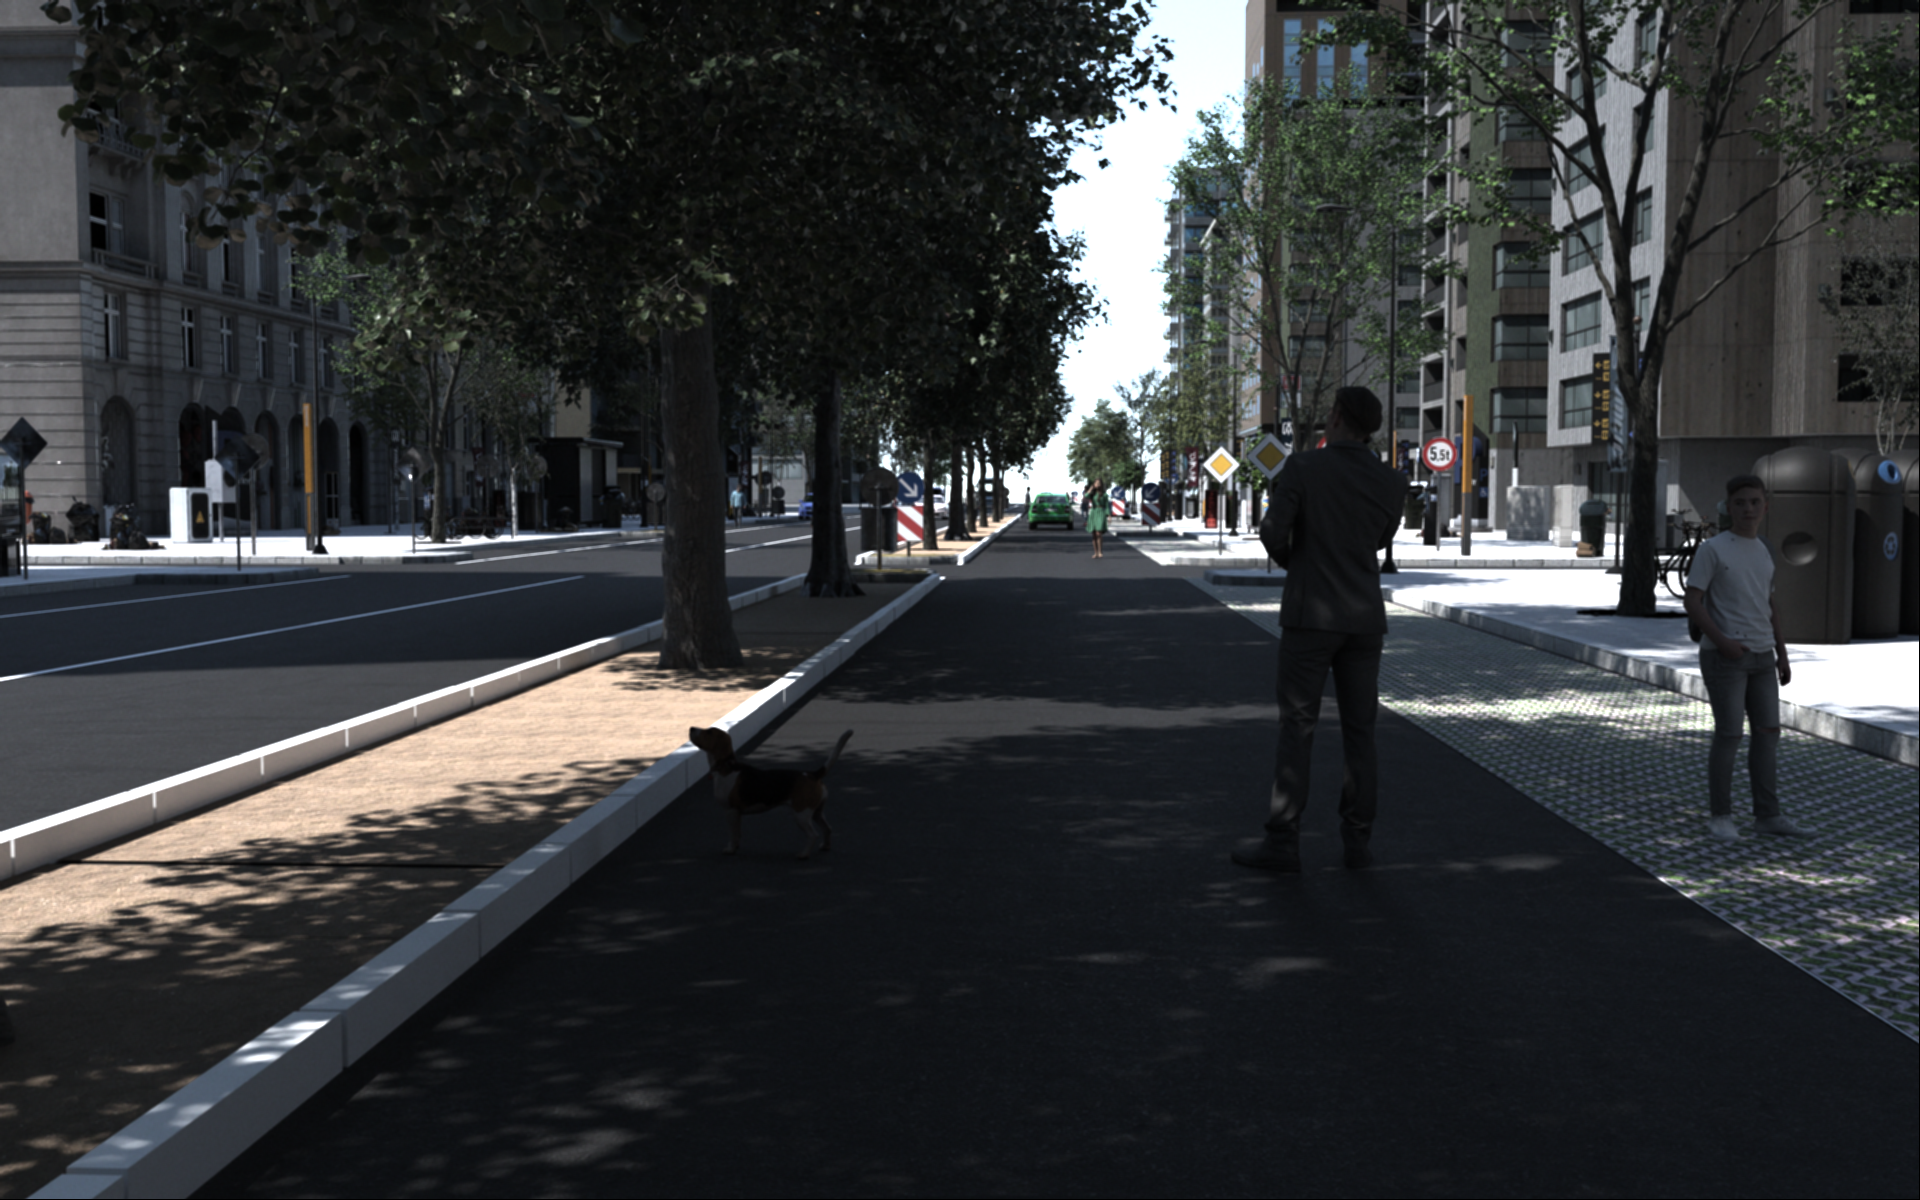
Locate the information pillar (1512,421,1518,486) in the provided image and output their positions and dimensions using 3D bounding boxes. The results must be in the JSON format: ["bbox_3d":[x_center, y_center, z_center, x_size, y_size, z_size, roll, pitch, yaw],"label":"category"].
[{"bbox_3d":[17.694,-3.906,55.217,0.183,3.616,0.504,1,4,9],"label":"information pillar"}]

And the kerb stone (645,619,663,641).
[{"bbox_3d":[-3.029,0.305,17.202,0.120,0.150,1.000,0,4,3],"label":"kerb stone"}]

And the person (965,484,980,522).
[{"bbox_3d":[0.513,-3.892,71.980,0.661,1.843,0.795,-1,4,-8],"label":"person"}]

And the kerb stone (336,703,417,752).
[{"bbox_3d":[-3.404,0.747,10.039,0.120,0.150,1.000,0,4,3],"label":"kerb stone"}]

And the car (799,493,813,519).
[{"bbox_3d":[-8.211,-5.480,99.187,1.945,1.707,3.694,0,4,3],"label":"car"}]

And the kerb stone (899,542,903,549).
[{"bbox_3d":[-1.633,-1.355,44.353,0.120,0.150,1.000,0,4,3],"label":"kerb stone"}]

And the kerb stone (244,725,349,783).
[{"bbox_3d":[-3.454,0.807,9.006,0.120,0.150,1.000,0,4,3],"label":"kerb stone"}]

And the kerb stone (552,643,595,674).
[{"bbox_3d":[-3.189,0.493,14.134,0.120,0.150,1.000,0,4,3],"label":"kerb stone"}]

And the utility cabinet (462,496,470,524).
[{"bbox_3d":[-20.992,-3.816,73.549,0.306,1.237,1.020,-1,4,-14],"label":"utility cabinet"}]

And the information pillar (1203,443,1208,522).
[{"bbox_3d":[11.134,-5.330,78.503,0.183,3.616,0.504,-1,4,-9],"label":"information pillar"}]

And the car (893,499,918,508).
[{"bbox_3d":[-3.774,-7.042,124.173,2.155,1.783,4.494,0,4,2],"label":"car"}]

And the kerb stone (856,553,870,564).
[{"bbox_3d":[-2.055,-0.855,36.182,0.120,0.150,1.000,0,4,3],"label":"kerb stone"}]

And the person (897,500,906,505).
[{"bbox_3d":[-2.966,-4.859,88.212,0.793,1.790,0.793,1,4,23],"label":"person"}]

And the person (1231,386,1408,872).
[{"bbox_3d":[1.389,0.096,6.730,0.655,1.846,0.447,-1,4,-14],"label":"person"}]

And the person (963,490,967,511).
[{"bbox_3d":[0.569,-8.433,146.406,0.705,1.821,1.348,1,4,17],"label":"person"}]

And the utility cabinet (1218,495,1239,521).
[{"bbox_3d":[13.010,-4.454,83.983,1.020,1.237,0.306,1,4,22],"label":"utility cabinet"}]

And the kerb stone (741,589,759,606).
[{"bbox_3d":[-2.771,-0.006,22.336,0.120,0.150,1.000,0,4,3],"label":"kerb stone"}]

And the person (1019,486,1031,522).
[{"bbox_3d":[3.428,-5.003,90.150,0.795,1.843,0.661,0,4,7],"label":"person"}]

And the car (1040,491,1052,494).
[{"bbox_3d":[11.569,-13.717,232.939,2.281,1.827,5.304,0,4,4],"label":"car"}]

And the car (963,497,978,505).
[{"bbox_3d":[1.447,-13.165,225.037,2.009,1.686,4.222,0,4,4],"label":"car"}]

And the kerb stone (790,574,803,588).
[{"bbox_3d":[-2.560,-0.259,26.429,0.120,0.150,1.000,0,4,3],"label":"kerb stone"}]

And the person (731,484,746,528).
[{"bbox_3d":[-9.319,-3.953,72.993,0.638,1.841,0.748,0,4,2],"label":"person"}]

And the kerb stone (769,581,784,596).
[{"bbox_3d":[-2.654,-0.134,24.383,0.120,0.150,1.000,0,4,3],"label":"kerb stone"}]

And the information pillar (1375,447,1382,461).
[{"bbox_3d":[20.638,-5.761,85.547,0.183,3.616,0.504,-1,4,-17],"label":"information pillar"}]

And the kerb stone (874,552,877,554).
[{"bbox_3d":[-1.951,-0.980,38.225,0.120,0.150,1.000,0,4,3],"label":"kerb stone"}]

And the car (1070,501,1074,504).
[{"bbox_3d":[5.285,-5.238,95.428,2.009,1.686,4.222,0,4,4],"label":"car"}]

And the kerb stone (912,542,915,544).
[{"bbox_3d":[-1.423,-1.593,48.438,0.120,0.150,1.000,0,4,3],"label":"kerb stone"}]

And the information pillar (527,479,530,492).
[{"bbox_3d":[-21.114,-4.939,85.236,0.304,2.012,0.304,-2,4,-35],"label":"information pillar"}]

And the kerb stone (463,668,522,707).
[{"bbox_3d":[-3.287,0.620,12.081,0.120,0.150,1.000,0,4,3],"label":"kerb stone"}]

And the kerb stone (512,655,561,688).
[{"bbox_3d":[-3.240,0.556,13.104,0.120,0.150,1.000,0,4,3],"label":"kerb stone"}]

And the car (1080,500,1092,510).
[{"bbox_3d":[10.847,-7.962,142.759,1.945,1.354,3.894,0,4,3],"label":"car"}]

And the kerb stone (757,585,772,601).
[{"bbox_3d":[-2.708,-0.070,23.356,0.120,0.150,1.000,0,4,3],"label":"kerb stone"}]

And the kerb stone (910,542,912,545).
[{"bbox_3d":[-1.470,-1.541,47.417,0.120,0.150,1.000,0,4,3],"label":"kerb stone"}]

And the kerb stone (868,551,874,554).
[{"bbox_3d":[-2.002,-0.918,37.205,0.120,0.150,1.000,0,4,3],"label":"kerb stone"}]

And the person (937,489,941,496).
[{"bbox_3d":[-1.711,-8.113,141.225,0.705,1.814,1.350,0,4,-7],"label":"person"}]

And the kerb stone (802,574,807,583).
[{"bbox_3d":[-2.498,-0.319,27.449,0.120,0.150,1.000,0,4,3],"label":"kerb stone"}]

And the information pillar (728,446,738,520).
[{"bbox_3d":[-11.161,-5.741,85.212,0.504,3.616,0.183,0,4,5],"label":"information pillar"}]

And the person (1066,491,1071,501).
[{"bbox_3d":[10.363,-9.604,166.083,0.434,1.755,0.990,3,4,37],"label":"person"}]

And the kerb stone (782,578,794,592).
[{"bbox_3d":[-2.605,-0.192,25.406,0.120,0.150,1.000,0,4,3],"label":"kerb stone"}]

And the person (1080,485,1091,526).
[{"bbox_3d":[5.638,-4.246,77.935,0.555,1.821,0.388,3,5,42],"label":"person"}]

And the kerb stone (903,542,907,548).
[{"bbox_3d":[-1.521,-1.480,46.396,0.120,0.150,1.000,0,4,3],"label":"kerb stone"}]

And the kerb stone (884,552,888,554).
[{"bbox_3d":[-1.839,-1.103,40.267,0.120,0.150,1.000,0,4,3],"label":"kerb stone"}]

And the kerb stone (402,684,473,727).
[{"bbox_3d":[-3.350,0.681,11.061,0.120,0.150,1.000,0,4,3],"label":"kerb stone"}]

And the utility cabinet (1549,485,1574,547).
[{"bbox_3d":[14.530,-2.025,41.786,0.318,1.500,1.173,1,4,11],"label":"utility cabinet"}]

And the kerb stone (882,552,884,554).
[{"bbox_3d":[-1.891,-1.040,39.246,0.120,0.150,1.000,0,4,3],"label":"kerb stone"}]

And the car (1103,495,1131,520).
[{"bbox_3d":[8.286,-5.007,93.875,2.014,1.417,4.499,0,4,1],"label":"car"}]

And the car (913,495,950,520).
[{"bbox_3d":[-1.609,-5.238,98.000,2.083,1.381,4.827,0,4,2],"label":"car"}]

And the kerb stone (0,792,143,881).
[{"bbox_3d":[-3.557,0.932,6.956,0.120,0.150,1.000,0,4,3],"label":"kerb stone"}]

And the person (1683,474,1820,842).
[{"bbox_3d":[3.262,0.239,7.181,0.523,1.515,0.503,3,5,39],"label":"person"}]

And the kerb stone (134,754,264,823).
[{"bbox_3d":[-3.504,0.870,7.977,0.120,0.150,1.000,0,4,3],"label":"kerb stone"}]

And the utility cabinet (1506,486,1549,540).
[{"bbox_3d":[15.614,-2.382,47.620,0.318,1.500,1.173,-3,4,-37],"label":"utility cabinet"}]

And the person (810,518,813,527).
[{"bbox_3d":[-6.027,-4.004,74.357,0.834,1.777,0.661,0,4,8],"label":"person"}]

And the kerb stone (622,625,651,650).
[{"bbox_3d":[-3.089,0.375,16.181,0.120,0.150,1.000,0,4,3],"label":"kerb stone"}]

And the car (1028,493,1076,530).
[{"bbox_3d":[3.732,-3.771,70.451,1.959,1.807,4.718,0,4,4],"label":"car"}]

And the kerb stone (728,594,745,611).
[{"bbox_3d":[-2.831,0.057,21.309,0.120,0.150,1.000,0,4,3],"label":"kerb stone"}]

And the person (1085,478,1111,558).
[{"bbox_3d":[3.103,-1.838,38.799,0.600,1.795,0.529,1,4,9],"label":"person"}]

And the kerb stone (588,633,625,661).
[{"bbox_3d":[-3.141,0.431,15.155,0.120,0.150,1.000,0,4,3],"label":"kerb stone"}]
